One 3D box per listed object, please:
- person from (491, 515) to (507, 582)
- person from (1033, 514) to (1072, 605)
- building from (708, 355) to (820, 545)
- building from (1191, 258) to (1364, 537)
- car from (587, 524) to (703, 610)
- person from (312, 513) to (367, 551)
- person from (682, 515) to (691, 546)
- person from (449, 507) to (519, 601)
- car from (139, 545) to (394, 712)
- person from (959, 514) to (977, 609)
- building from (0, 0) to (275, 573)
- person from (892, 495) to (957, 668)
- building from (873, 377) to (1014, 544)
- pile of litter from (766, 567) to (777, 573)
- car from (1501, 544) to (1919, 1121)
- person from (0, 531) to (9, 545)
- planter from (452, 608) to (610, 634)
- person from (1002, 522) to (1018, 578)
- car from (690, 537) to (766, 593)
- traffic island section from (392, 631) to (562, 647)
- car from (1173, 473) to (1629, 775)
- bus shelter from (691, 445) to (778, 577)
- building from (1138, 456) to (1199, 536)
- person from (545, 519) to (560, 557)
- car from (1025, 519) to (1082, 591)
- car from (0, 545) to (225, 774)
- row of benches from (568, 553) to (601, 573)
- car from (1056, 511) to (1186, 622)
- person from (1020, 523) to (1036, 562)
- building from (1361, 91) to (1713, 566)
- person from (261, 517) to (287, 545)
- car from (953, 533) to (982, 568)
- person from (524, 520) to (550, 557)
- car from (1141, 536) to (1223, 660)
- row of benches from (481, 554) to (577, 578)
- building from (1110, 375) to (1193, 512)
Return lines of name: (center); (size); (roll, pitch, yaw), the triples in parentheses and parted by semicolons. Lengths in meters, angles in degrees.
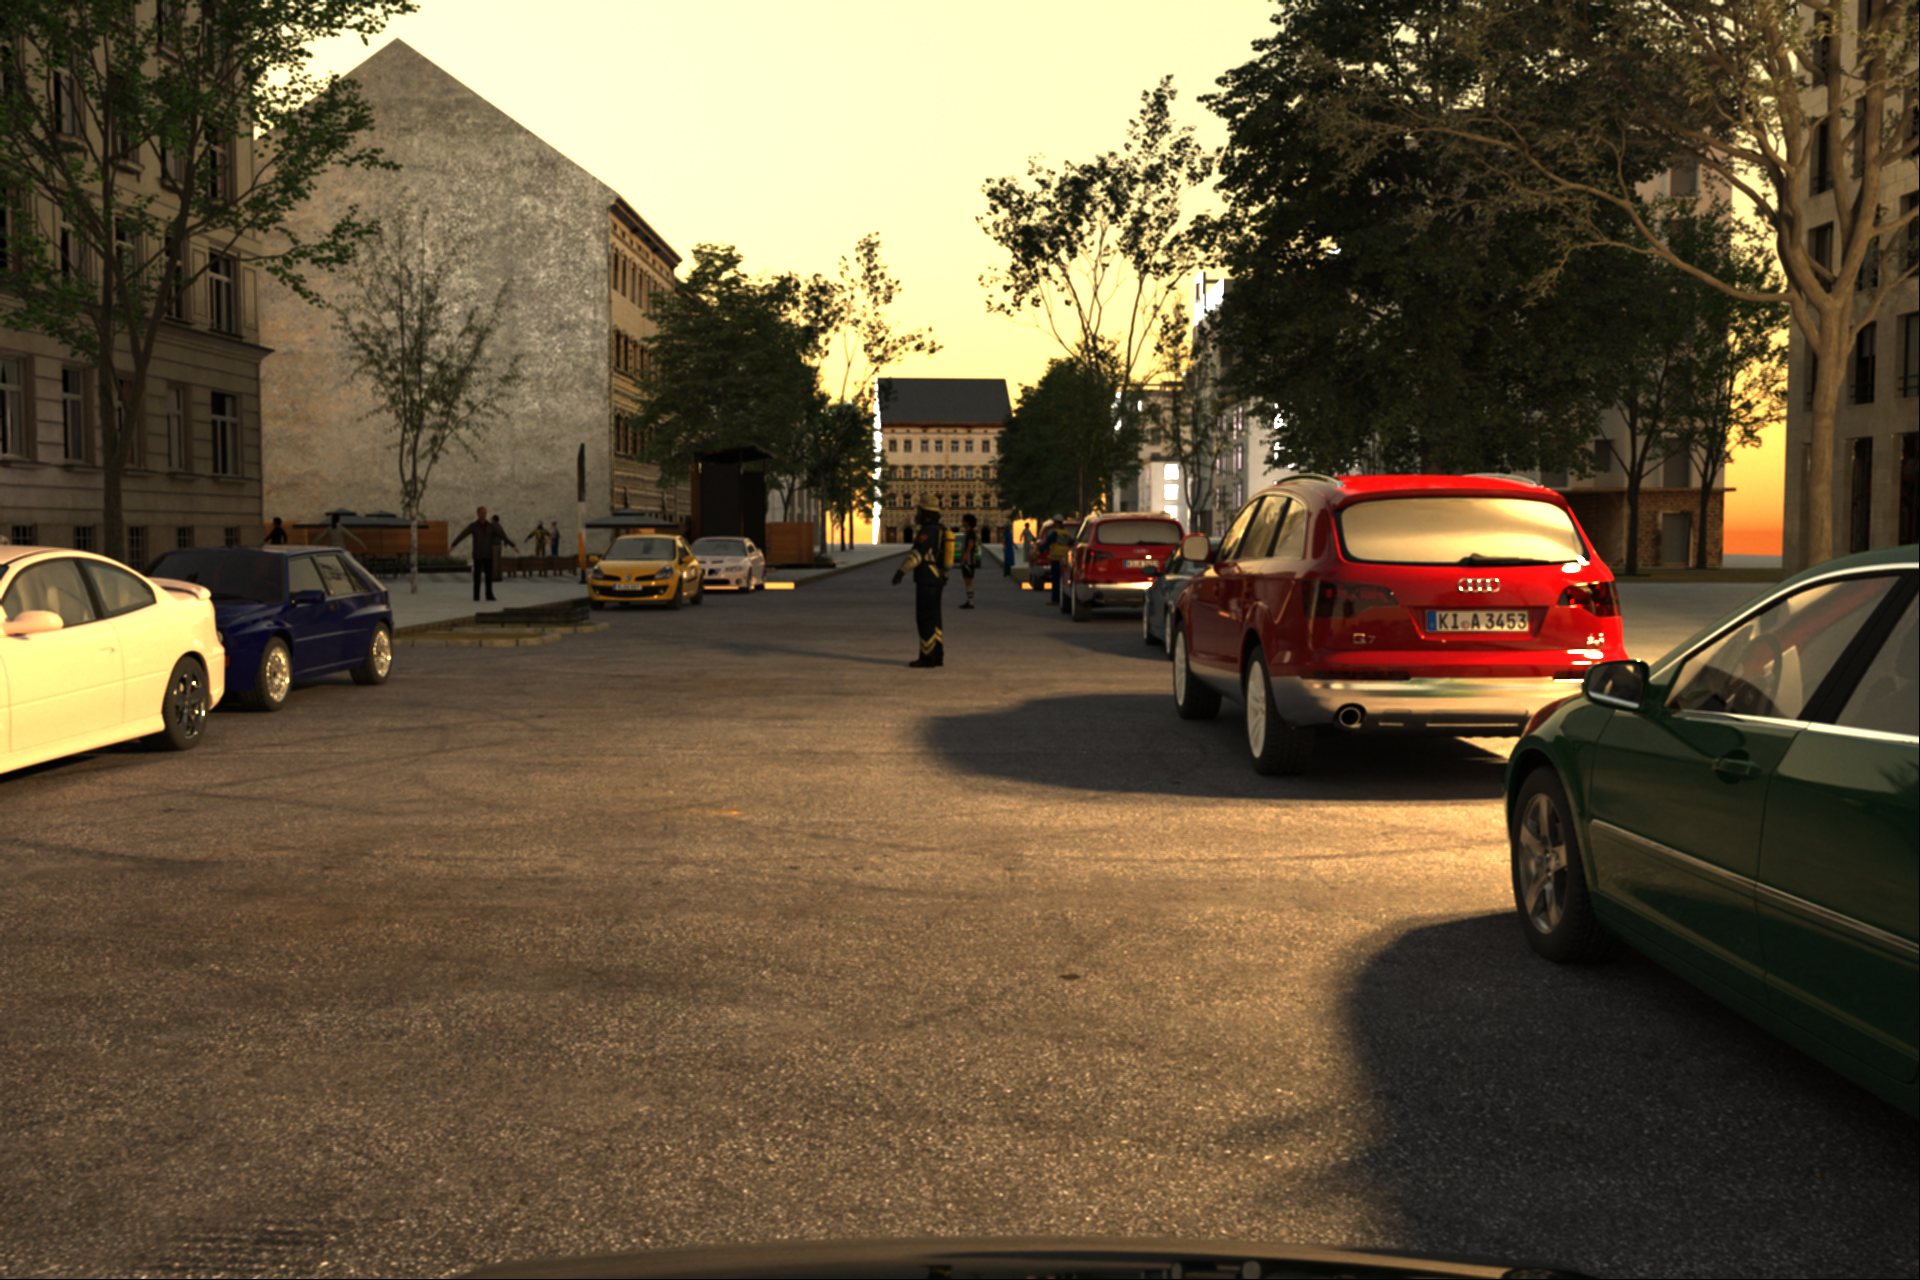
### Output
person: (-12.523, -2.471, 46.670); (0.705, 1.796, 1.348); (1, 4, 16)
person: (1.965, -1.626, 35.009); (0.705, 1.833, 1.349); (3, 5, 40)
building: (-24.474, -19.141, 179.421); (16.747, 18.905, 31.486); (0, 4, 1)
building: (22.053, -16.471, 125.728); (16.016, 20.090, 11.380); (0, 4, 0)
car: (-6.116, -1.446, 33.867); (2.015, 1.641, 3.980); (0, 4, 0)
person: (-13.418, -1.868, 37.378); (1.217, 1.735, 0.721); (0, 4, -2)
person: (-7.762, -2.647, 49.404); (0.705, 1.813, 1.348); (1, 4, 13)
person: (-9.185, -1.662, 33.356); (1.348, 1.807, 0.705); (-2, 4, -30)
car: (-6.348, -0.159, 15.179); (1.945, 1.354, 3.894); (0, 4, 0)
person: (0.136, -1.516, 33.390); (0.704, 1.843, 1.345); (0, 4, -2)
building: (-28.381, -12.555, 37.302); (16.112, 23.069, 30.059); (0, 4, 1)
person: (-0.357, -0.640, 18.701); (0.705, 1.856, 1.354); (1, 4, 22)
building: (-2.625, -24.993, 242.022); (18.063, 23.208, 19.493); (0, 4, -5)
pile of litter: (-6.711, -2.690, 57.941); (1.176, 0.858, 1.719); (0, 4, -1)
car: (2.872, 0.451, 4.418); (2.131, 1.459, 4.920); (0, 4, 0)
person: (-19.319, -1.556, 34.670); (0.799, 1.438, 0.628); (2, 4, 26)
planter: (-6.297, -0.284, 25.781); (1.991, 0.319, 1.994); (0, 4, 0)
person: (1.599, -2.936, 56.583); (0.704, 1.817, 1.347); (1, 4, 19)
car: (-5.970, -1.894, 43.330); (2.083, 1.381, 4.827); (0, 4, 1)
traffic island section: (-6.388, -0.006, 22.959); (1.991, 0.108, 1.994); (0, 4, 1)
car: (2.735, -0.193, 11.835); (2.281, 1.827, 5.304); (0, 4, -1)
bus shelter: (-6.303, -3.526, 48.928); (1.731, 3.624, 6.357); (0, 4, 0)
building: (25.038, -14.927, 186.199); (9.099, 9.664, 28.070); (0, 4, 0)
person: (-15.297, -3.630, 65.203); (0.705, 1.847, 1.347); (0, 4, 6)
car: (2.860, -2.245, 45.373); (2.281, 1.827, 5.304); (0, 4, 1)
car: (-6.019, 0.135, 10.150); (2.083, 1.381, 4.827); (0, 4, 0)
row of benches: (-11.036, -2.566, 57.418); (4.104, 0.672, 1.422); (-2, 4, -24)
car: (2.837, -1.291, 29.776); (2.281, 1.827, 5.304); (0, 4, 0)
person: (3.085, -4.445, 78.869); (0.705, 1.806, 1.347); (3, 4, 37)
building: (24.104, -13.700, 80.423); (16.016, 20.090, 11.380); (0, 4, 0)
person: (-18.716, -2.481, 47.282); (0.721, 1.740, 1.216); (1, 4, 10)
car: (-0.017, -4.024, 74.586); (1.959, 1.807, 4.718); (0, 4, -1)
person: (-17.485, -4.062, 72.183); (1.354, 1.858, 0.705); (0, 4, -8)
car: (3.238, -0.546, 20.923); (2.014, 1.417, 4.499); (0, 4, 1)
row of benches: (-12.961, -2.215, 51.680); (1.422, 0.672, 4.104); (2, 4, 25)
building: (23.585, -21.866, 213.933); (16.016, 20.090, 11.380); (0, 3, 0)
